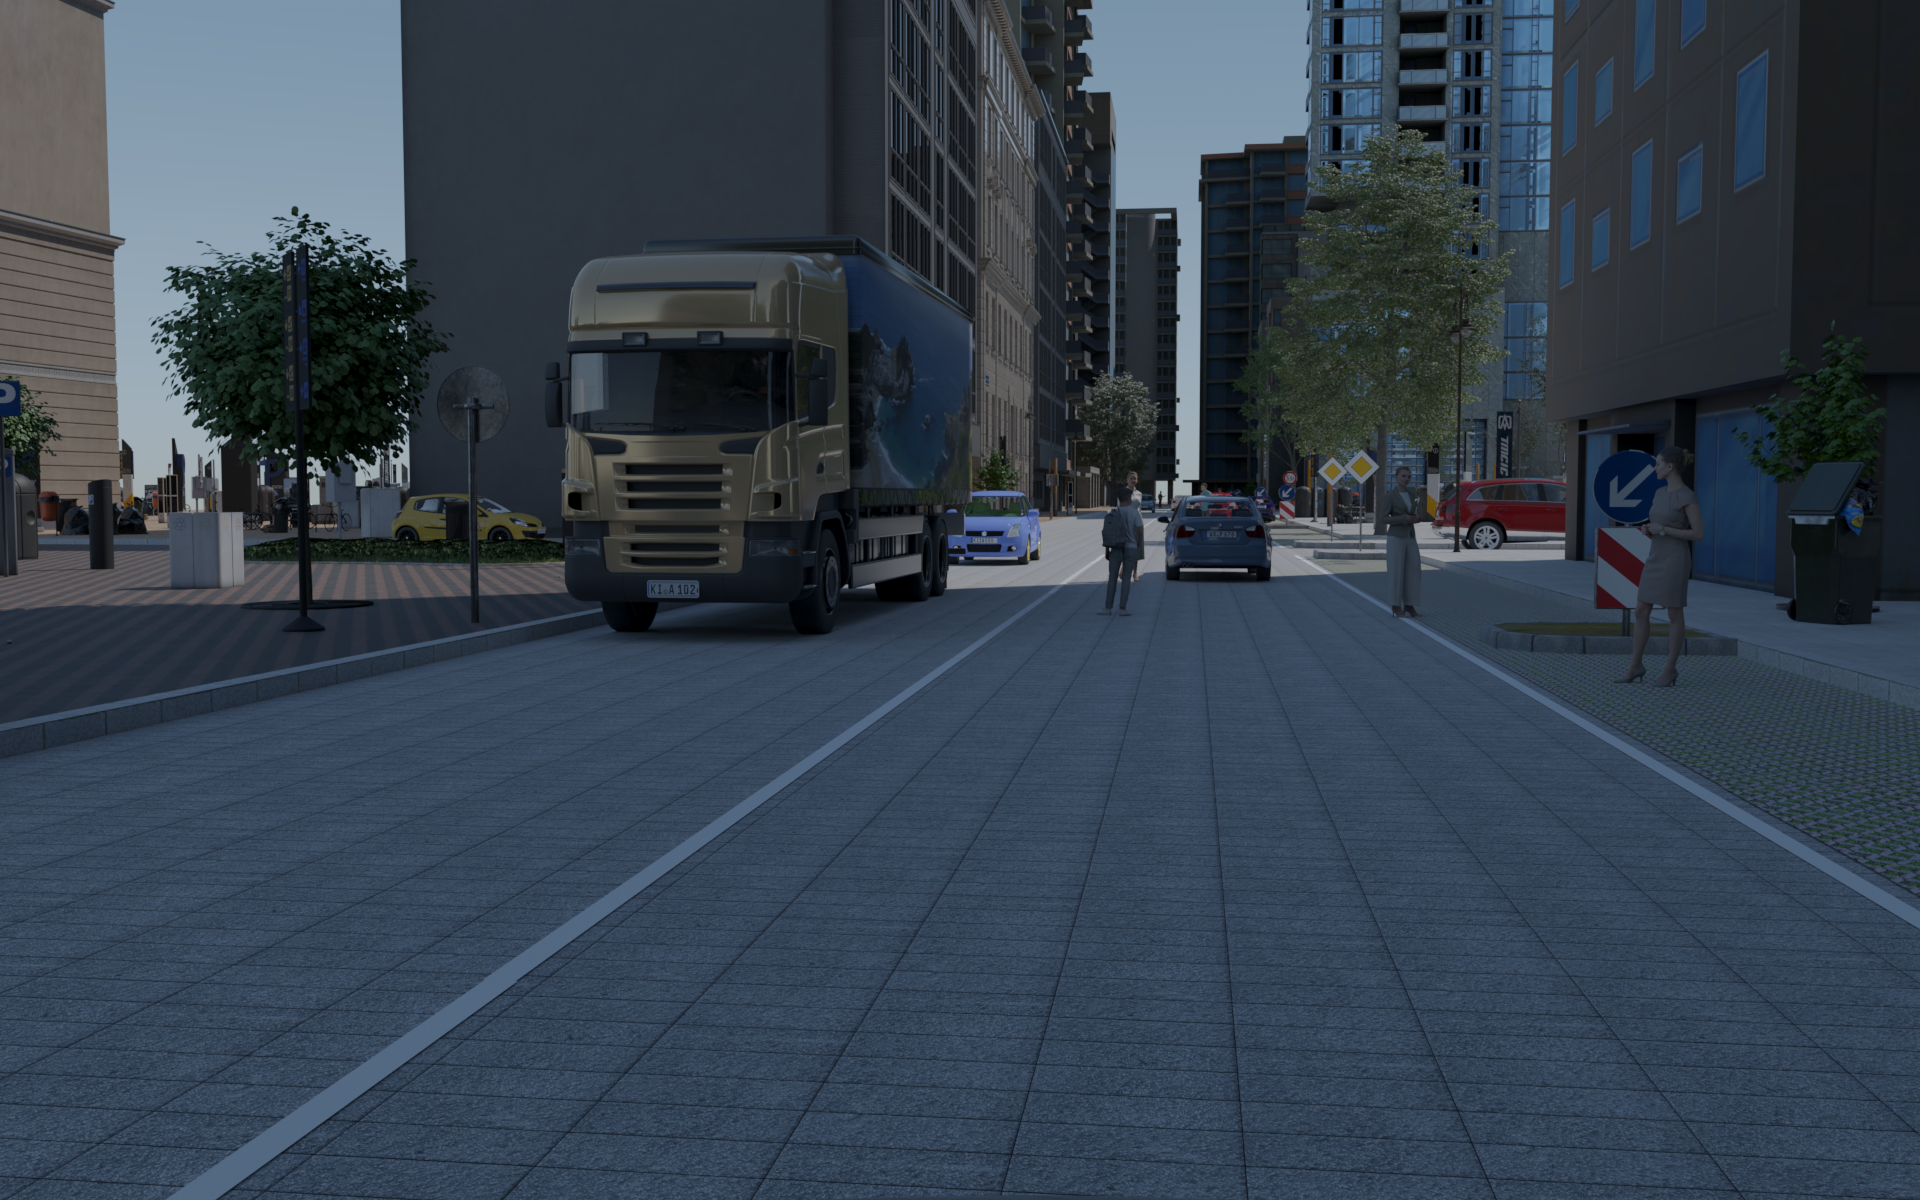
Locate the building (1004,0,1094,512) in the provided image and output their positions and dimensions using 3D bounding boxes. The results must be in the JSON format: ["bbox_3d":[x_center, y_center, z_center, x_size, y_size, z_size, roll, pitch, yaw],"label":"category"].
[{"bbox_3d":[-0.900,-29.579,138.233,22.147,44.769,28.867,0,4,8],"label":"building"}]

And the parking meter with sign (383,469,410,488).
[{"bbox_3d":[-38.470,-7.434,117.802,1.738,3.016,0.543,1,4,18],"label":"parking meter with sign"}]

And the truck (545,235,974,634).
[{"bbox_3d":[-1.912,-1.976,21.214,2.839,4.237,11.283,1,4,9],"label":"truck"}]

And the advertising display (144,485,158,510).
[{"bbox_3d":[-54.800,-6.864,117.434,0.974,1.923,0.123,0,4,8],"label":"advertising display"}]

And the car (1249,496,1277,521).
[{"bbox_3d":[15.903,-4.867,92.161,1.945,1.354,3.894,1,4,9],"label":"car"}]

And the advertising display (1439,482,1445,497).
[{"bbox_3d":[26.280,-5.537,95.742,0.974,1.923,0.123,1,4,15],"label":"advertising display"}]

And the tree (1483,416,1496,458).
[{"bbox_3d":[37.248,-10.092,115.371,4.360,8.622,3.978,0,3,0],"label":"tree"}]

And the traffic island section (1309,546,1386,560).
[{"bbox_3d":[8.993,-1.012,38.821,2.009,0.180,2.903,0,4,8],"label":"traffic island section"}]

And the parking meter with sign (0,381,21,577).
[{"bbox_3d":[-15.168,-1.904,27.393,0.543,3.016,1.738,-2,4,-31],"label":"parking meter with sign"}]

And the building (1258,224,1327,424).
[{"bbox_3d":[39.230,-25.371,186.509,14.160,30.474,14.107,0,4,8],"label":"building"}]

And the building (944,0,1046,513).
[{"bbox_3d":[-3.039,-17.609,85.162,12.463,27.353,25.104,0,4,8],"label":"building"}]

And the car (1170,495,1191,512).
[{"bbox_3d":[18.407,-7.998,143.126,2.083,1.381,4.827,0,4,8],"label":"car"}]

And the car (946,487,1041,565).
[{"bbox_3d":[0.731,-1.634,36.309,1.945,1.707,3.694,0,4,8],"label":"car"}]

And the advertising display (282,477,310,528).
[{"bbox_3d":[-25.273,-3.716,65.970,0.974,1.923,0.123,-1,4,-9],"label":"advertising display"}]

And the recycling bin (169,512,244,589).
[{"bbox_3d":[-10.361,-0.690,23.830,0.722,1.027,0.722,0,4,4],"label":"recycling bin"}]

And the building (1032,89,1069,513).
[{"bbox_3d":[-1.073,-19.342,109.756,14.314,27.812,24.014,0,4,8],"label":"building"}]

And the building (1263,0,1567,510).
[{"bbox_3d":[35.774,-50.200,133.448,22.319,86.520,31.000,0,4,8],"label":"building"}]

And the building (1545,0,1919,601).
[{"bbox_3d":[17.526,-22.945,25.263,14.600,45.320,14.200,0,4,8],"label":"building"}]

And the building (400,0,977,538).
[{"bbox_3d":[-7.661,-16.362,61.032,14.314,27.812,24.014,0,4,8],"label":"building"}]

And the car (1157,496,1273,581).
[{"bbox_3d":[4.427,-1.100,29.991,2.014,1.417,4.499,0,4,6],"label":"car"}]

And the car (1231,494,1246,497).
[{"bbox_3d":[21.705,-7.688,135.489,2.009,1.686,4.222,0,4,8],"label":"car"}]

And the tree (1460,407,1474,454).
[{"bbox_3d":[27.767,-9.230,101.266,4.737,8.622,4.395,0,3,0],"label":"tree"}]

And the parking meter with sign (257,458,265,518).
[{"bbox_3d":[-30.232,-4.715,73.358,1.738,3.016,0.543,2,4,27],"label":"parking meter with sign"}]

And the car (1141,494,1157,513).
[{"bbox_3d":[14.096,-7.394,132.887,2.014,1.417,4.499,0,4,6],"label":"car"}]

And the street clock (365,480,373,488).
[{"bbox_3d":[-30.250,-5.143,88.651,0.358,2.002,0.471,-3,5,-39],"label":"street clock"}]

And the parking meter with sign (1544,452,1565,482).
[{"bbox_3d":[24.531,-4.609,71.619,1.738,3.016,0.543,-2,4,-28],"label":"parking meter with sign"}]

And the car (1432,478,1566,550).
[{"bbox_3d":[14.180,-2.034,41.933,5.304,1.827,2.281,1,4,10],"label":"car"}]

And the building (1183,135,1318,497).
[{"bbox_3d":[42.296,-34.233,214.326,28.867,44.769,22.147,0,4,8],"label":"building"}]

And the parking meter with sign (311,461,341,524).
[{"bbox_3d":[-26.741,-4.719,73.415,1.738,3.016,0.543,1,4,21],"label":"parking meter with sign"}]

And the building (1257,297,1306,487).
[{"bbox_3d":[42.846,-19.548,164.650,27.650,21.520,28.899,0,4,8],"label":"building"}]

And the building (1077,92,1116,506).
[{"bbox_3d":[9.667,-33.059,190.625,14.200,45.320,14.600,0,4,8],"label":"building"}]

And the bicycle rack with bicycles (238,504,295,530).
[{"bbox_3d":[-24.844,-2.978,62.075,2.925,0.926,2.852,0,4,-7],"label":"bicycle rack with bicycles"}]

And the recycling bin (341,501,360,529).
[{"bbox_3d":[-22.850,-3.197,64.818,0.722,1.027,0.722,-1,4,-17],"label":"recycling bin"}]

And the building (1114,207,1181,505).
[{"bbox_3d":[16.192,-32.456,222.538,23.993,40.220,32.217,0,4,8],"label":"building"}]

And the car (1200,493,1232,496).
[{"bbox_3d":[10.415,-3.763,70.559,2.155,1.783,4.494,1,4,9],"label":"car"}]

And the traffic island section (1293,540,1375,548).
[{"bbox_3d":[10.048,-1.496,46.736,2.009,0.180,2.903,0,4,8],"label":"traffic island section"}]

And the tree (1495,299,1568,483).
[{"bbox_3d":[21.759,-6.797,61.485,4.360,8.622,3.978,0,3,0],"label":"tree"}]

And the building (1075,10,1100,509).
[{"bbox_3d":[2.814,-44.321,162.892,20.563,71.187,20.611,0,4,8],"label":"building"}]

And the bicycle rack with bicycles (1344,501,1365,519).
[{"bbox_3d":[20.867,-4.621,88.934,2.925,0.926,2.852,-1,4,-17],"label":"bicycle rack with bicycles"}]

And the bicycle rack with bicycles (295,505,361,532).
[{"bbox_3d":[-20.712,-2.824,59.553,2.852,0.926,2.925,0,4,5],"label":"bicycle rack with bicycles"}]

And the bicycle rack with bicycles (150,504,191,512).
[{"bbox_3d":[-50.880,-6.003,111.537,2.925,0.926,2.852,0,4,7],"label":"bicycle rack with bicycles"}]

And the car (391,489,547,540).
[{"bbox_3d":[-12.953,-2.177,45.822,3.980,1.641,2.015,1,4,9],"label":"car"}]

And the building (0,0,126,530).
[{"bbox_3d":[-42.367,-16.770,60.087,20.117,28.700,13.634,0,4,8],"label":"building"}]
